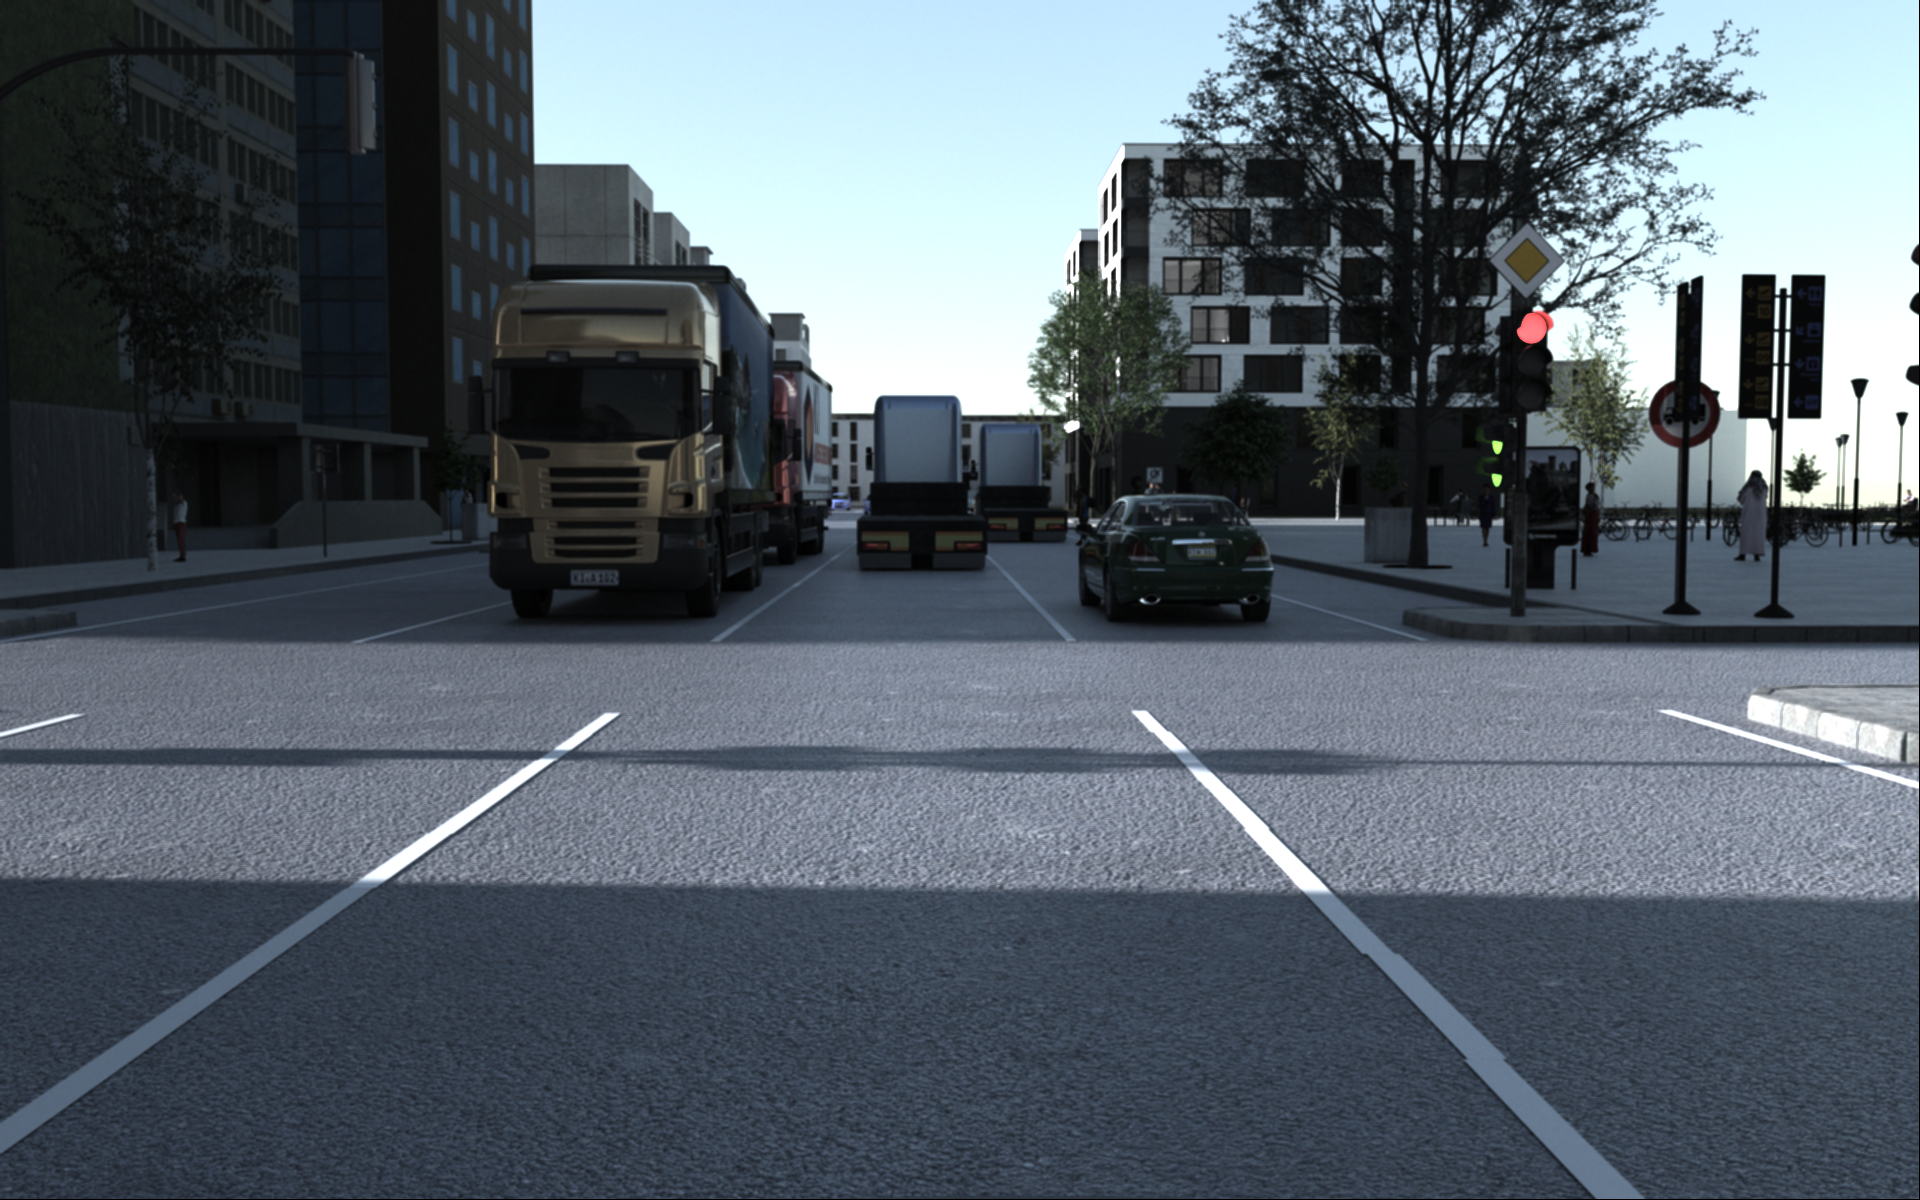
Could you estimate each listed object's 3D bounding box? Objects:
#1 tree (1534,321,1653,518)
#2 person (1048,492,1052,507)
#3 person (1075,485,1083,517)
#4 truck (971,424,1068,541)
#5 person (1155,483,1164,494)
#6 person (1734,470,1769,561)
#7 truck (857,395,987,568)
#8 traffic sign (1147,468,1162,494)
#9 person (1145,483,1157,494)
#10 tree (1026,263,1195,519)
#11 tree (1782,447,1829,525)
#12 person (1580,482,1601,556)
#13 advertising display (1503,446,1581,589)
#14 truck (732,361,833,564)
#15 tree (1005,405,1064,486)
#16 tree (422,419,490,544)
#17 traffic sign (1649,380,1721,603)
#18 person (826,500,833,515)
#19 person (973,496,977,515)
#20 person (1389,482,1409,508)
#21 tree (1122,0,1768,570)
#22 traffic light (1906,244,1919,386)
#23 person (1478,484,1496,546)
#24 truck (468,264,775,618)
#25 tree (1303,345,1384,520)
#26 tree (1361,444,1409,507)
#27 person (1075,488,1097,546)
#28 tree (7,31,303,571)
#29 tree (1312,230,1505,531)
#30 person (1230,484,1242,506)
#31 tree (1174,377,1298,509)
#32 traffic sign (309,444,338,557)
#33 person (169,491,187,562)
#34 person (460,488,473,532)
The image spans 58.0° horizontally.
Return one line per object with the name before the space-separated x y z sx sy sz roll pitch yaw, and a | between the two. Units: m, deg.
tree | 26.598 -7.490 72.827 4.737 8.622 4.395 0 3 0
person | 8.577 -9.997 169.494 0.705 1.824 1.348 2 4 33
person | 6.630 -5.498 96.069 0.705 1.807 1.348 2 4 25
truck | 1.931 -4.311 60.236 2.967 4.110 18.799 0 4 0
person | 8.129 -4.010 72.141 0.750 1.759 0.617 0 4 2
person | 15.278 -1.628 33.335 0.551 1.740 0.621 -1 4 -12
truck | -0.975 -3.161 41.436 2.967 4.110 18.799 0 4 -2
traffic sign | 7.495 -3.956 66.802 0.606 2.300 0.079 0 4 1
person | 8.051 -4.087 72.997 0.598 1.807 0.434 1 4 13
tree | 6.989 -9.373 79.004 9.928 11.665 9.643 0 3 0
tree | 34.989 -4.739 72.077 1.663 3.219 1.824 0 3 0
person | 13.033 -1.668 35.779 0.387 1.526 0.523 1 4 19
advertising display | 7.868 -1.114 23.434 0.974 1.923 0.123 1 4 20
truck | -4.511 -3.045 38.701 2.839 4.237 11.283 0 4 0
tree | 6.411 -11.615 140.259 4.737 8.622 4.395 0 3 0
tree | -13.222 -3.074 44.862 1.663 3.219 1.824 0 3 0
traffic sign | 7.985 -1.166 19.176 0.768 2.556 0.104 0 4 4
person | -8.862 -6.459 117.332 0.421 1.427 0.697 -1 4 -12
person | 0.856 -4.386 84.115 0.340 1.345 0.435 3 4 37
person | 9.784 -1.855 38.635 0.388 1.546 0.482 2 4 35
tree | 8.093 -7.296 29.661 12.009 13.543 11.850 0 3 0
traffic light | 3.904 -2.155 9.897 4.771 5.953 1.251 0 4 -1
person | 12.927 -2.082 42.458 0.453 1.535 0.546 0 4 -7
truck | -4.124 -2.116 23.506 2.839 4.237 11.283 0 4 -2
tree | 18.916 -8.301 86.092 4.737 8.622 4.395 0 3 0
tree | 16.175 -4.397 66.489 1.663 3.219 1.824 0 3 0
person | 3.455 -2.303 48.028 0.662 1.594 0.647 2 4 28
tree | -13.254 -4.795 28.758 4.360 8.622 3.978 0 3 0
tree | 15.700 -7.659 59.634 7.601 10.594 8.767 0 4 -1
person | 12.619 -4.430 79.178 0.576 1.737 0.504 1 4 19
tree | 7.897 -3.961 48.484 4.285 4.588 4.351 0 3 0
traffic sign | -12.953 -2.028 35.287 0.606 2.300 0.079 0 4 6
person | -14.862 -1.407 32.958 0.435 1.345 0.340 2 4 32
person | -15.537 -2.825 54.699 0.387 1.526 0.523 2 4 25
